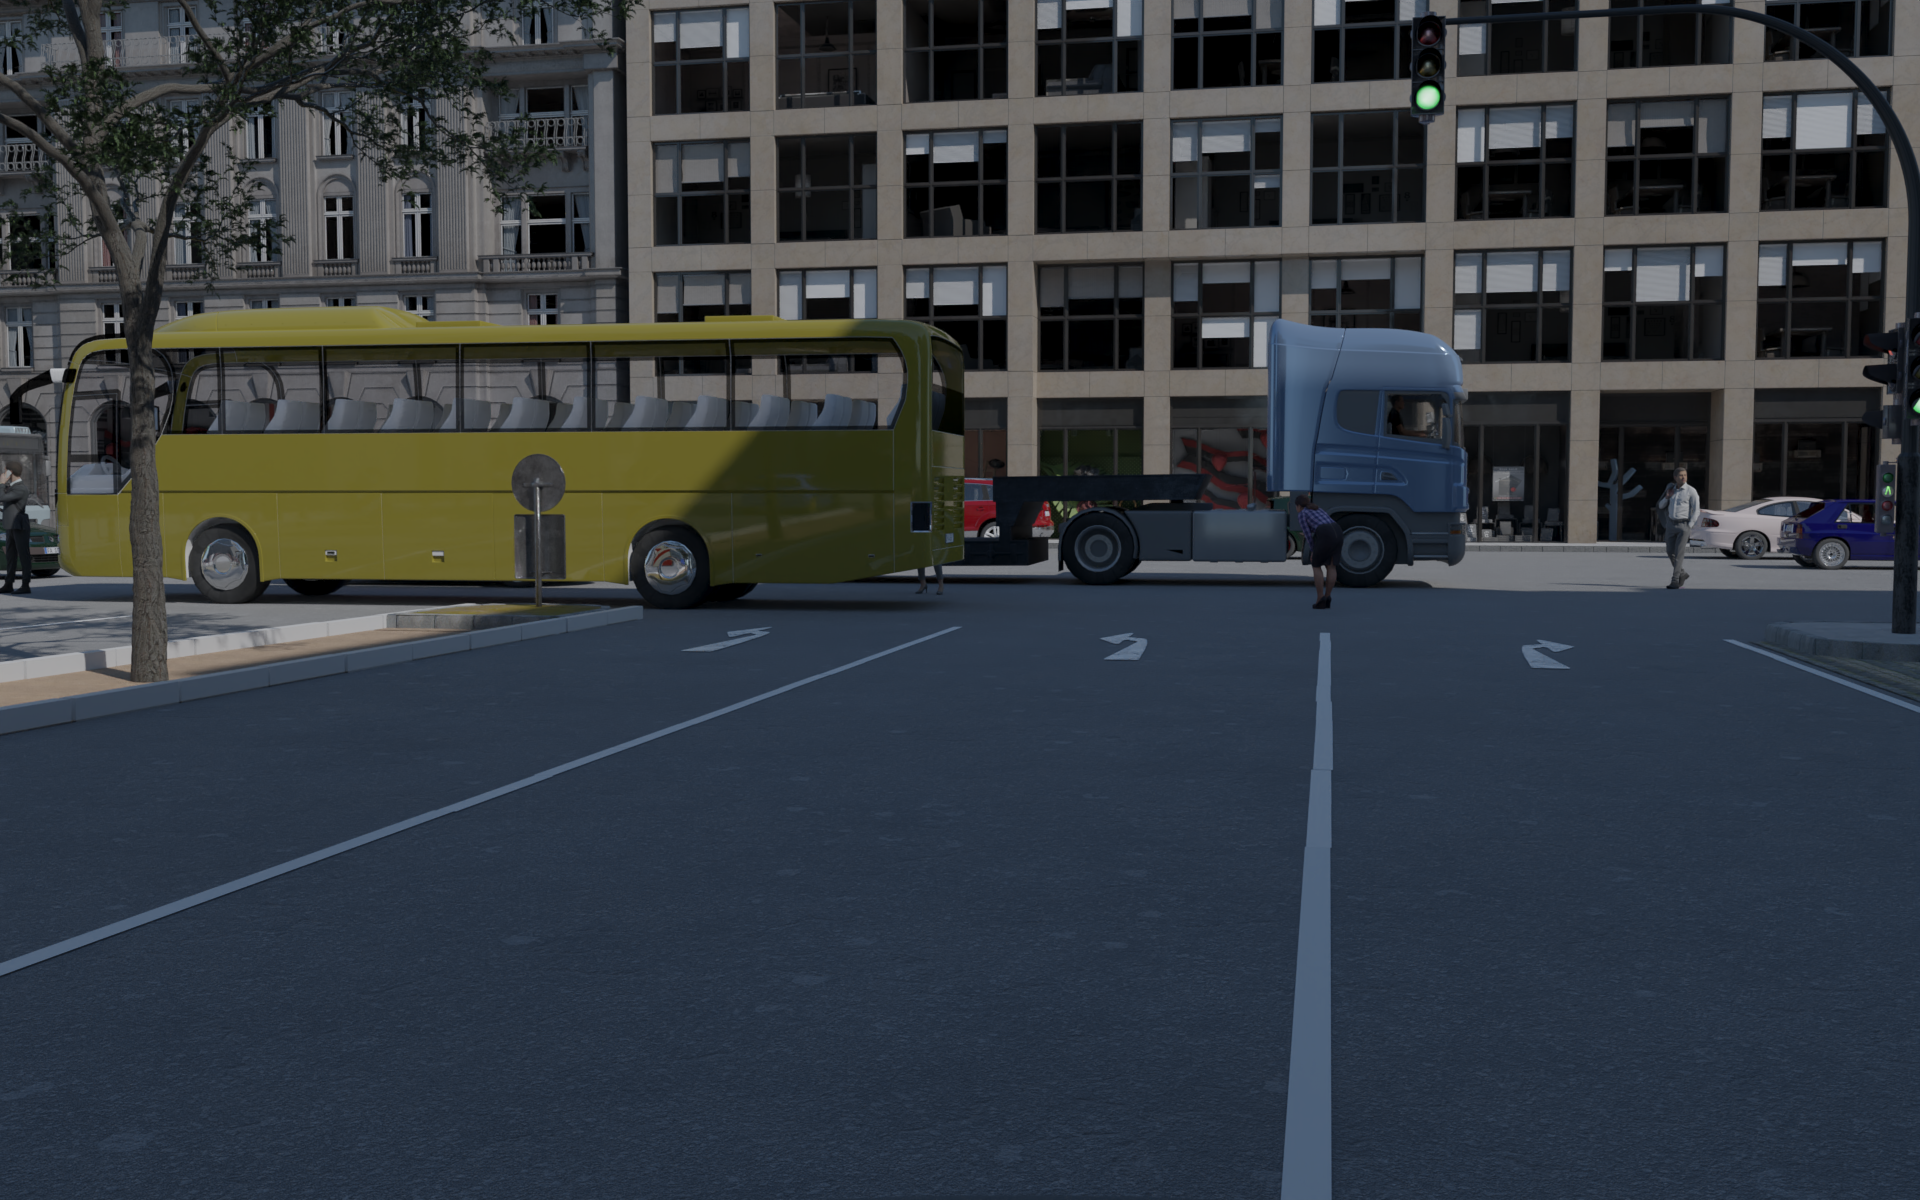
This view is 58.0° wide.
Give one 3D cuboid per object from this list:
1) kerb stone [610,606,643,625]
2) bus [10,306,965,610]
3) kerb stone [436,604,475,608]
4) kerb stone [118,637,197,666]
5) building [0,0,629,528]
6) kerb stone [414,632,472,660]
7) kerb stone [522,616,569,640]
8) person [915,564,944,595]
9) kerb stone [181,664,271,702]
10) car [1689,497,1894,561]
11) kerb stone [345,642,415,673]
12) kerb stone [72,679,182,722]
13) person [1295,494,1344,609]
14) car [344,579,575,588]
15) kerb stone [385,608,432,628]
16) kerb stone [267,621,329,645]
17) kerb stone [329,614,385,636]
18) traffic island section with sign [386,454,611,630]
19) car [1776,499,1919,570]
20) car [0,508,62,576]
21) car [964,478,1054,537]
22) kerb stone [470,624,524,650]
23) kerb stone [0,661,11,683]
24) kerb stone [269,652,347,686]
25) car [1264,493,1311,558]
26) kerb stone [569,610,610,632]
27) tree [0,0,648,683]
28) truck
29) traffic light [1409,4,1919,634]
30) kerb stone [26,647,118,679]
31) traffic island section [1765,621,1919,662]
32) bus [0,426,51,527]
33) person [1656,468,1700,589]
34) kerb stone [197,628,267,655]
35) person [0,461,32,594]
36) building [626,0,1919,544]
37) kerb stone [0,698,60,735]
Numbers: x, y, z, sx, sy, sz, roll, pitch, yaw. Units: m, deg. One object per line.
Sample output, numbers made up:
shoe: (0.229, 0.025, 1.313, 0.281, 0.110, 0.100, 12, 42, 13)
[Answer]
kerb stone: (-3.807, 0.172, 19.426, 0.120, 0.150, 1.000, 1, 4, 12)
bus: (-6.158, -1.922, 22.979, 12.252, 3.916, 2.896, 1, 4, 10)
kerb stone: (-5.846, 0.148, 19.865, 0.120, 0.150, 1.000, 1, 4, 12)
kerb stone: (-6.932, 0.452, 14.831, 0.120, 0.150, 1.000, 1, 4, 12)
building: (-20.084, -13.241, 58.294, 24.055, 21.916, 13.314, 1, 4, 12)
kerb stone: (-4.664, 0.422, 15.411, 0.120, 0.150, 1.000, 1, 4, 12)
kerb stone: (-4.233, 0.294, 17.419, 0.120, 0.150, 1.000, 1, 4, 12)
person: (-0.499, -0.982, 24.832, 0.520, 1.790, 0.573, 0, 4, -4)
kerb stone: (-5.302, 0.603, 12.394, 0.120, 0.150, 1.000, 1, 4, 12)
car: (18.687, -1.580, 38.194, 4.827, 1.381, 2.083, 1, 4, 12)
kerb stone: (-4.868, 0.479, 14.399, 0.120, 0.150, 1.000, 1, 4, 12)
kerb stone: (-5.511, 0.661, 11.385, 0.120, 0.150, 1.000, 1, 4, 12)
person: (4.461, -0.607, 21.661, 0.421, 1.427, 0.697, -3, 4, -37)
car: (-8.182, -1.159, 27.628, 5.304, 1.827, 2.281, 1, 4, 11)
kerb stone: (-6.066, 0.207, 18.863, 0.120, 0.150, 1.000, 1, 4, 12)
kerb stone: (-6.495, 0.328, 16.840, 0.120, 0.150, 1.000, 1, 4, 12)
kerb stone: (-6.276, 0.272, 17.857, 0.120, 0.150, 1.000, 1, 4, 12)
traffic island section with sign: (-4.922, -0.672, 19.125, 2.006, 1.907, 1.989, 1, 4, 12)
car: (17.887, -1.260, 33.177, 3.894, 1.354, 1.945, 1, 4, 12)
car: (-17.340, -1.220, 29.729, 4.222, 1.686, 2.009, 1, 4, 12)
car: (-0.370, -2.048, 42.165, 5.304, 1.827, 2.281, 1, 4, 14)
kerb stone: (-4.444, 0.355, 16.415, 0.120, 0.150, 1.000, 1, 4, 12)
kerb stone: (-7.351, 0.575, 12.822, 0.120, 0.150, 1.000, 1, 4, 12)
kerb stone: (-5.093, 0.541, 13.399, 0.120, 0.150, 1.000, 1, 4, 12)
car: (8.487, -1.731, 38.093, 4.222, 1.686, 2.009, 1, 4, 14)
kerb stone: (-4.013, 0.232, 18.421, 0.120, 0.150, 1.000, 1, 4, 12)
tree: (-6.081, -4.669, 13.215, 8.767, 10.594, 7.601, 1, 4, 12)
truck: (-0.665, -2.379, 28.661, 18.799, 4.110, 2.967, 1, 4, 11)
traffic light: (6.615, -2.539, 16.174, 4.771, 5.953, 1.251, 1, 4, 12)
kerb stone: (-7.135, 0.512, 13.825, 0.120, 0.150, 1.000, 1, 4, 12)
traffic island section: (8.716, 0.385, 15.985, 2.009, 0.180, 2.903, 1, 4, 12)
bus: (-29.281, -3.033, 44.444, 13.247, 3.499, 2.948, 1, 4, 10)
person: (10.913, -1.087, 26.369, 0.850, 1.850, 0.679, -3, 5, -43)
kerb stone: (-6.713, 0.389, 15.833, 0.120, 0.150, 1.000, 1, 4, 12)
person: (-13.581, -1.036, 24.801, 0.474, 1.900, 0.648, -3, 5, -43)
building: (9.083, -15.345, 55.401, 34.151, 26.468, 19.350, 1, 4, 12)
kerb stone: (-5.735, 0.722, 10.384, 0.120, 0.150, 1.000, 1, 4, 12)
